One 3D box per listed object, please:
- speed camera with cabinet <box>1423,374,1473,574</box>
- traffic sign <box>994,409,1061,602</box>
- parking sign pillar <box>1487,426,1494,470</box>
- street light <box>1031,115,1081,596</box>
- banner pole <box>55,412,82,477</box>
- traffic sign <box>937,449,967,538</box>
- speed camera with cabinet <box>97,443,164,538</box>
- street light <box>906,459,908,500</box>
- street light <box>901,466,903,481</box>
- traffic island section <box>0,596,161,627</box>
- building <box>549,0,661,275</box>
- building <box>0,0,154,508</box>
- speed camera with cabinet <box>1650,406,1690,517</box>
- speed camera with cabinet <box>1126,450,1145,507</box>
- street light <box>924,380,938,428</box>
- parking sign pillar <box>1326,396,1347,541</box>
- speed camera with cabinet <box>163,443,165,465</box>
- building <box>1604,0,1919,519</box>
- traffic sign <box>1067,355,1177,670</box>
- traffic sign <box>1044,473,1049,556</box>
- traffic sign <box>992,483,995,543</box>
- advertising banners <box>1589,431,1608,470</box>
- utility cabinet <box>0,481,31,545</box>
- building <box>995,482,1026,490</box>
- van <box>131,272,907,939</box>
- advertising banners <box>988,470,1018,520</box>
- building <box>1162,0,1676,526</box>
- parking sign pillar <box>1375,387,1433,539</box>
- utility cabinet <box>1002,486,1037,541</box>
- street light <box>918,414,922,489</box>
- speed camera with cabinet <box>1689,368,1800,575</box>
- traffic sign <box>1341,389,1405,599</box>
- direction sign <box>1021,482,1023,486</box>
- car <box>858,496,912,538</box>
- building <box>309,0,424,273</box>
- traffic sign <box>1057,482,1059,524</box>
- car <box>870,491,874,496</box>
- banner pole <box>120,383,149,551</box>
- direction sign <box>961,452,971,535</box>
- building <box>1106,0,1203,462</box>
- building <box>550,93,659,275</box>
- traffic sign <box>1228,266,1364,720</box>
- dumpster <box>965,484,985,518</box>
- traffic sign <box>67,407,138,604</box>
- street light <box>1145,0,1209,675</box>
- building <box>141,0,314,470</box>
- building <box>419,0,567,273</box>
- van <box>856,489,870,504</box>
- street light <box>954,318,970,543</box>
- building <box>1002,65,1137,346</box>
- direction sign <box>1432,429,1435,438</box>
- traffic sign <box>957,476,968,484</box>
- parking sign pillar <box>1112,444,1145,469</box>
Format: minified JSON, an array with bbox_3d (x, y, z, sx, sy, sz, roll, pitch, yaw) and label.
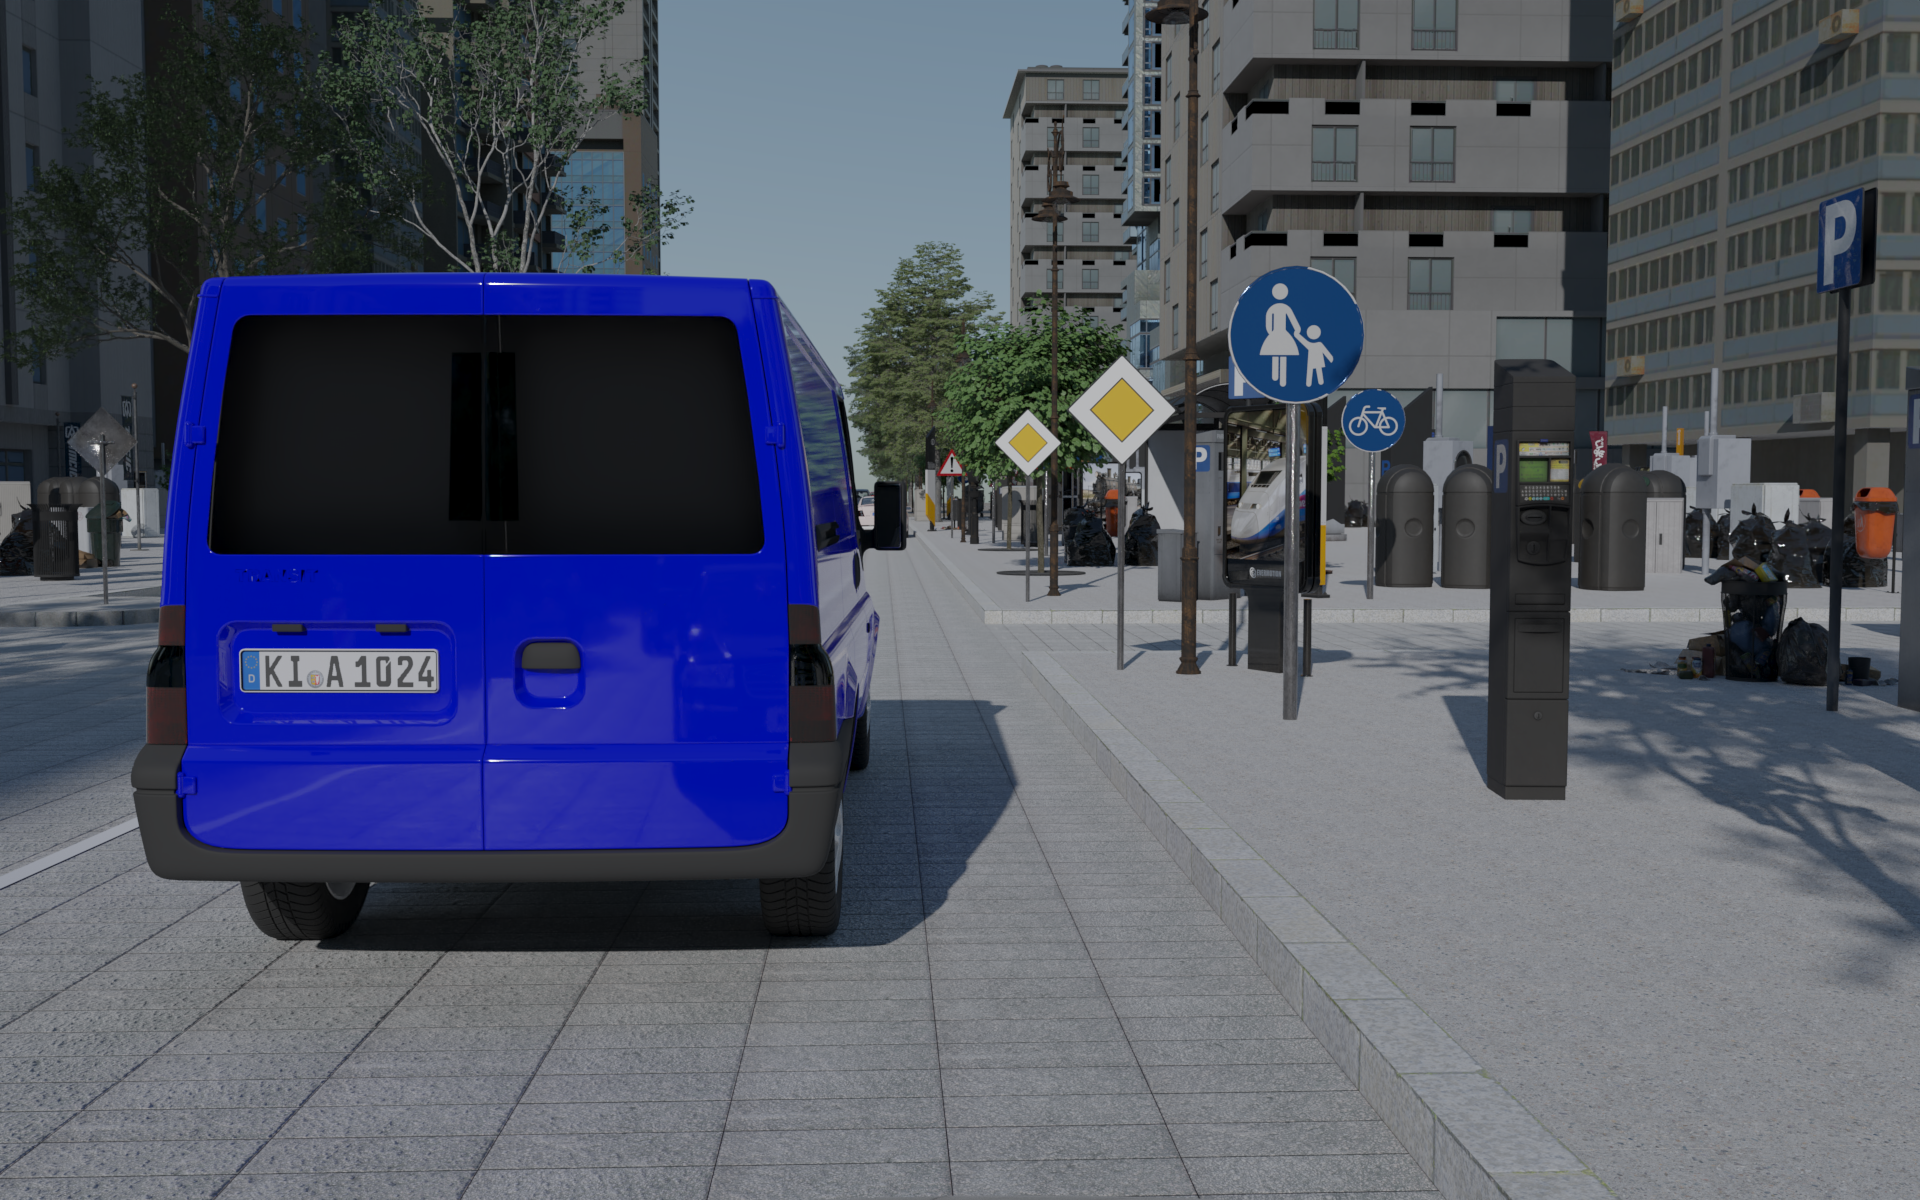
[{"bbox_3d":[7.518,-2.055,27.932,2.038,3.252,0.660,-3,5,-44],"label":"speed camera with cabinet"},{"bbox_3d":[0.803,-1.034,20.556,0.795,2.450,0.064,0,4,-3],"label":"traffic sign"},{"bbox_3d":[15.418,-3.695,48.882,1.447,3.967,1.447,-1,4,-17],"label":"parking sign pillar"},{"bbox_3d":[1.184,-2.989,21.665,0.468,5.910,1.993,0,4,-3],"label":"street light"},{"bbox_3d":[-27.247,-3.845,52.888,0.863,3.779,0.401,-1,4,-17],"label":"banner pole"},{"bbox_3d":[-0.232,-3.072,50.230,0.884,2.594,0.081,0,4,2],"label":"traffic sign"},{"bbox_3d":[-24.599,-3.478,51.193,2.038,3.252,0.660,2,4,27],"label":"speed camera with cabinet"},{"bbox_3d":[-3.346,-9.122,121.940,0.468,5.910,1.993,0,4,-3],"label":"street light"},{"bbox_3d":[-5.679,-12.148,171.412,0.468,5.910,1.993,0,4,-3],"label":"street light"},{"bbox_3d":[-9.955,0.130,20.148,2.009,0.180,2.903,0,4,-3],"label":"traffic island section"},{"bbox_3d":[-45.775,-47.491,214.725,20.563,71.187,20.611,0,4,-3],"label":"building"},{"bbox_3d":[-38.203,-30.755,44.851,21.231,58.520,28.212,0,4,-3],"label":"building"},{"bbox_3d":[16.345,-2.708,38.613,0.660,3.252,2.038,-1,4,-22],"label":"speed camera with cabinet"},{"bbox_3d":[6.066,-4.227,63.452,0.660,3.252,2.038,2,4,28],"label":"speed camera with cabinet"},{"bbox_3d":[-1.120,-5.956,70.162,0.468,5.910,1.993,0,4,-3],"label":"street light"},{"bbox_3d":[9.907,-3.611,47.512,1.447,3.967,1.447,-1,4,-22],"label":"parking sign pillar"},{"bbox_3d":[-31.453,-4.471,67.433,2.038,3.252,0.660,3,5,45],"label":"speed camera with cabinet"},{"bbox_3d":[34.659,-21.933,50.488,23.993,40.220,32.217,0,4,-3],"label":"building"},{"bbox_3d":[1.167,-0.547,12.579,0.795,2.450,0.064,0,4,-3],"label":"traffic sign"},{"bbox_3d":[1.786,-2.178,35.723,0.768,2.556,0.104,0,4,1],"label":"traffic sign"},{"bbox_3d":[0.878,-2.752,45.108,0.768,2.556,0.104,0,4,7],"label":"traffic sign"},{"bbox_3d":[18.408,-3.166,47.948,2.074,3.025,0.090,0,4,-2],"label":"advertising banners"},{"bbox_3d":[-16.823,-1.312,30.133,1.173,1.500,0.318,-2,4,-29],"label":"utility cabinet"},{"bbox_3d":[19.110,-24.238,241.333,27.650,21.520,28.899,0,4,-3],"label":"building"},{"bbox_3d":[-1.354,-0.175,7.245,2.240,2.365,5.245,0,4,-1],"label":"van"},{"bbox_3d":[2.190,-5.500,86.106,0.090,3.025,2.074,-3,5,-45],"label":"advertising banners"},{"bbox_3d":[24.982,-30.158,82.325,28.713,52.752,27.495,0,4,-3],"label":"building"},{"bbox_3d":[11.171,-3.358,43.382,1.447,3.967,1.447,-2,4,-27],"label":"parking sign pillar"},{"bbox_3d":[1.665,-2.355,47.184,1.173,1.500,0.318,3,5,44],"label":"utility cabinet"},{"bbox_3d":[-2.085,-7.429,94.250,0.468,5.910,1.993,0,4,-3],"label":"street light"},{"bbox_3d":[12.102,-1.976,26.640,0.660,3.252,2.038,0,4,-5],"label":"speed camera with cabinet"},{"bbox_3d":[5.005,-1.282,21.061,0.768,2.556,0.104,0,4,2],"label":"traffic sign"},{"bbox_3d":[2.389,-4.556,66.484,0.379,3.537,0.876,-1,4,-9],"label":"direction sign"},{"bbox_3d":[-2.647,-2.788,57.946,2.083,1.381,4.827,0,4,-2],"label":"car"},{"bbox_3d":[-46.595,-25.277,105.168,32.217,40.220,23.993,0,4,-3],"label":"building"},{"bbox_3d":[2.061,-2.249,36.770,0.884,2.594,0.081,0,4,4],"label":"traffic sign"},{"bbox_3d":[-11.788,-14.320,242.806,2.281,1.827,5.304,0,4,-1],"label":"car"},{"bbox_3d":[-18.626,-2.994,38.962,0.401,3.779,0.863,0,4,1],"label":"banner pole"},{"bbox_3d":[0.297,-3.809,54.267,0.379,3.537,0.876,2,4,33],"label":"direction sign"},{"bbox_3d":[21.706,-50.702,141.642,22.319,86.520,31.000,0,4,-3],"label":"building"},{"bbox_3d":[-42.241,-33.506,197.938,14.600,45.320,14.200,0,4,-3],"label":"building"},{"bbox_3d":[1.878,-0.592,9.783,0.768,2.556,0.104,0,4,-2],"label":"traffic sign"},{"bbox_3d":[0.746,-5.479,95.348,1.264,1.857,1.865,0,4,-3],"label":"dumpster"},{"bbox_3d":[-9.931,-1.006,20.087,0.795,2.450,0.064,0,4,-3],"label":"traffic sign"},{"bbox_3d":[1.633,-2.410,12.199,0.468,5.910,1.993,0,4,-3],"label":"street light"},{"bbox_3d":[-37.308,-25.955,74.477,14.600,45.320,14.200,0,4,-3],"label":"building"},{"bbox_3d":[-42.345,-29.175,131.631,22.147,44.769,28.867,0,4,-3],"label":"building"},{"bbox_3d":[-8.174,-8.359,143.683,2.013,2.044,4.112,0,4,-2],"label":"van"},{"bbox_3d":[0.086,-4.462,45.747,0.468,5.910,1.993,0,4,-3],"label":"street light"},{"bbox_3d":[20.449,-38.086,211.951,28.713,52.752,27.495,0,4,-3],"label":"building"},{"bbox_3d":[16.165,-4.199,60.644,0.876,3.537,0.379,2,4,25],"label":"direction sign"},{"bbox_3d":[0.231,-5.208,85.256,0.768,2.556,0.104,0,4,2],"label":"traffic sign"},{"bbox_3d":[6.621,-4.872,68.130,1.447,3.967,1.447,0,4,-4],"label":"parking sign pillar"}]
